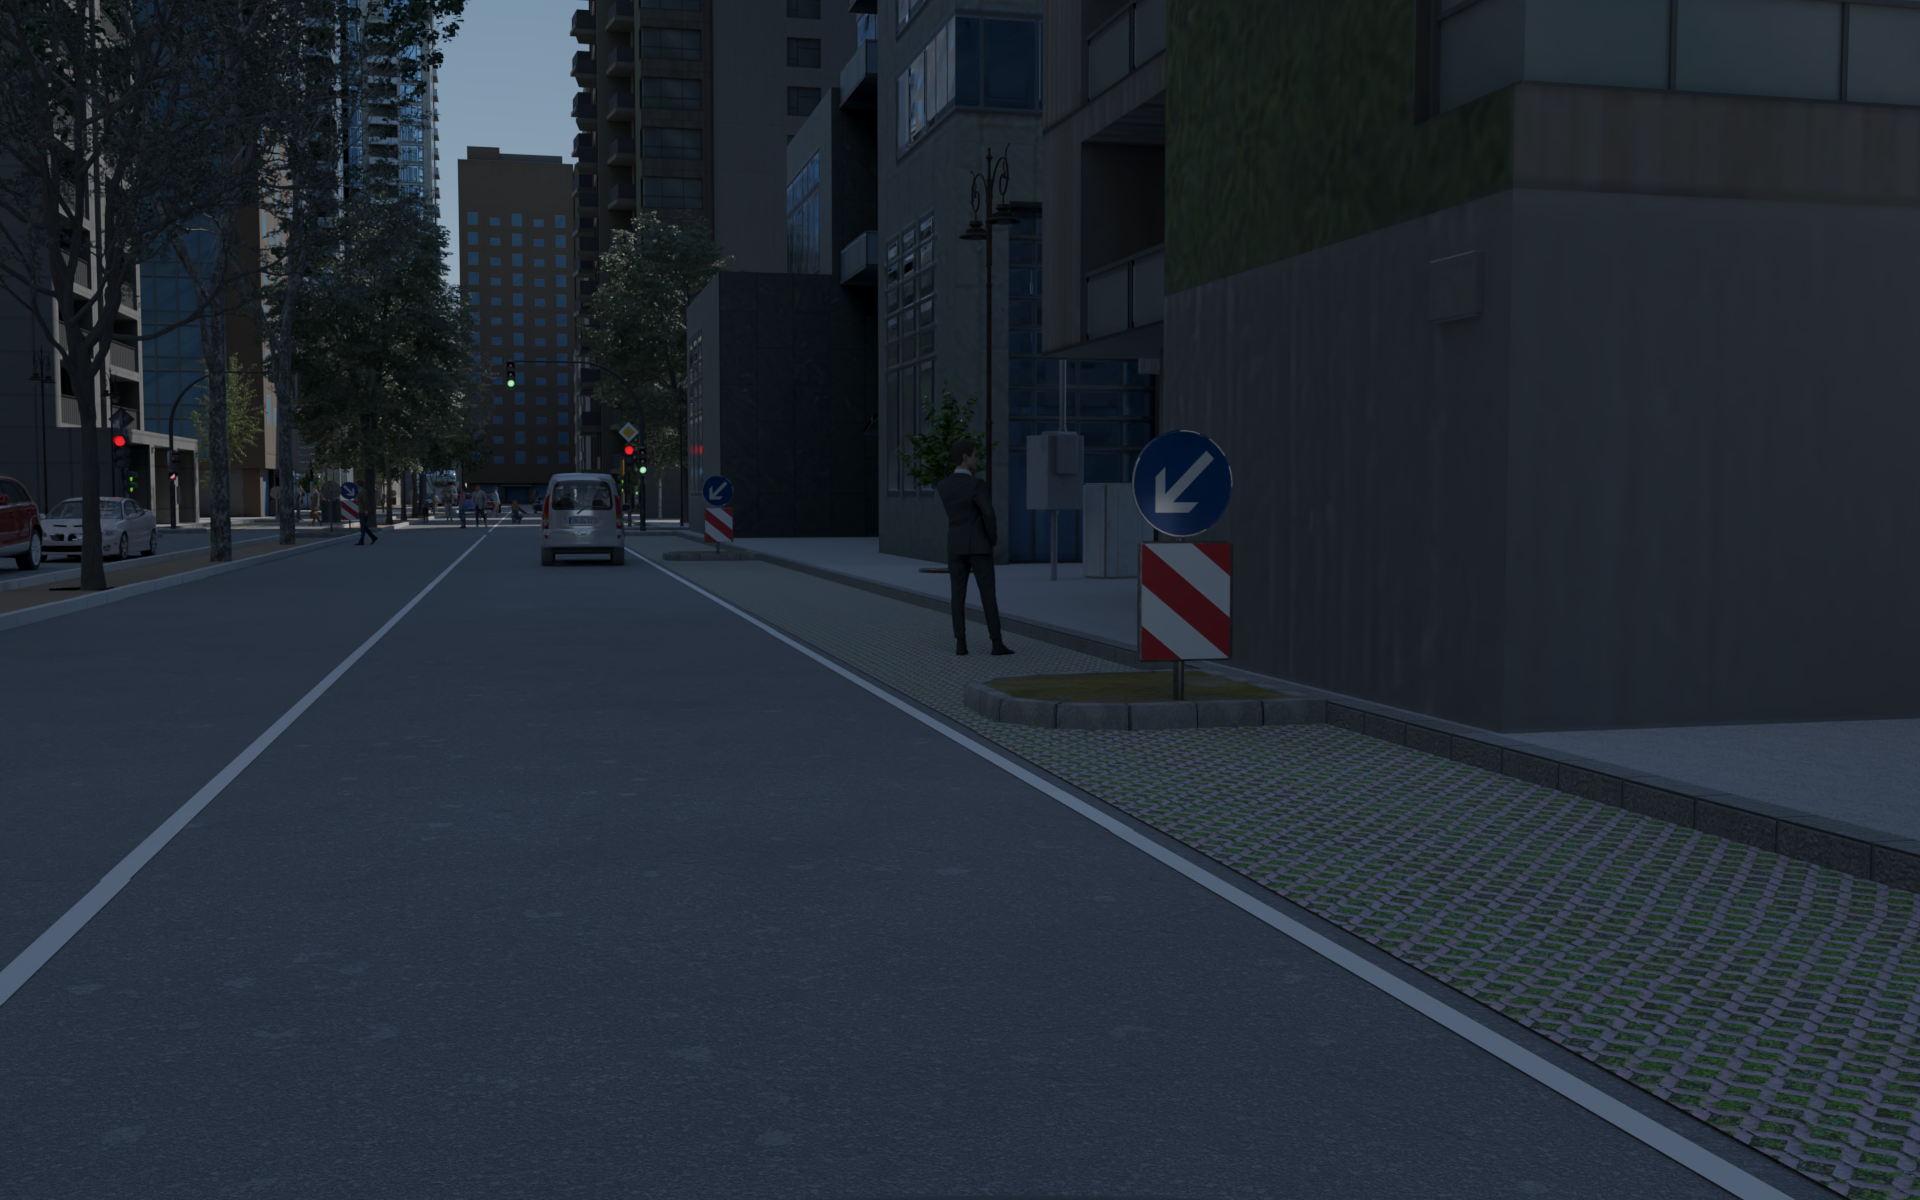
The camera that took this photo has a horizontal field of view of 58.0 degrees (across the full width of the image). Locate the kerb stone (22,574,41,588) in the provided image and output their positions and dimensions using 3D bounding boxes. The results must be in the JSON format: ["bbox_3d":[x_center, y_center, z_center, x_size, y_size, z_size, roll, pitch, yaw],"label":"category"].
[{"bbox_3d":[-14.373,-0.263,26.628,0.120,0.150,1.000,-1,4,-14],"label":"kerb stone"}]

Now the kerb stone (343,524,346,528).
[{"bbox_3d":[-25.382,-2.981,70.935,0.120,0.150,1.000,-1,4,-14],"label":"kerb stone"}]

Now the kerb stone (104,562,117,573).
[{"bbox_3d":[-15.613,-0.572,31.619,0.120,0.150,1.000,-1,4,-14],"label":"kerb stone"}]

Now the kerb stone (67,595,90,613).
[{"bbox_3d":[-10.853,0.069,21.153,0.120,0.150,1.000,-1,4,-14],"label":"kerb stone"}]

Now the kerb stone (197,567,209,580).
[{"bbox_3d":[-12.826,-0.422,29.115,0.120,0.150,1.000,-1,4,-14],"label":"kerb stone"}]

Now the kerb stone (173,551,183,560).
[{"bbox_3d":[-17.093,-0.941,37.589,0.120,0.150,1.000,-1,4,-14],"label":"kerb stone"}]

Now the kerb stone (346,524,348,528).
[{"bbox_3d":[-25.625,-3.041,71.928,0.120,0.150,1.000,-1,4,-14],"label":"kerb stone"}]

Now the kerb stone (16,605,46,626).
[{"bbox_3d":[-10.354,0.185,19.170,0.120,0.150,1.000,-1,4,-14],"label":"kerb stone"}]

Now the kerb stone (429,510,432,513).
[{"bbox_3d":[-41.697,-6.998,136.605,0.120,0.150,1.000,-1,4,-14],"label":"kerb stone"}]

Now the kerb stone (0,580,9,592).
[{"bbox_3d":[-14.137,-0.201,25.633,0.120,0.150,1.000,-1,4,-14],"label":"kerb stone"}]

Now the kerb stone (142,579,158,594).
[{"bbox_3d":[-11.847,-0.179,25.122,0.120,0.150,1.000,-1,4,-14],"label":"kerb stone"}]

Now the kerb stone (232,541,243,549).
[{"bbox_3d":[-19.077,-1.428,45.548,0.120,0.150,1.000,-1,4,-14],"label":"kerb stone"}]

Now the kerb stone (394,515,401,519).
[{"bbox_3d":[-33.053,-4.864,101.768,0.120,0.150,1.000,-1,4,-14],"label":"kerb stone"}]

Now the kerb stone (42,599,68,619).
[{"bbox_3d":[-10.605,0.124,20.161,0.120,0.150,1.000,-1,4,-14],"label":"kerb stone"}]

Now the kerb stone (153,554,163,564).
[{"bbox_3d":[-16.606,-0.819,35.588,0.120,0.150,1.000,-1,4,-14],"label":"kerb stone"}]

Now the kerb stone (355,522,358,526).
[{"bbox_3d":[-26.613,-3.285,75.902,0.120,0.150,1.000,-1,4,-14],"label":"kerb stone"}]

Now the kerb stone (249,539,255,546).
[{"bbox_3d":[-19.573,-1.551,47.552,0.120,0.150,1.000,-1,4,-14],"label":"kerb stone"}]

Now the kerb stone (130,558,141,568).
[{"bbox_3d":[-16.110,-0.698,33.604,0.120,0.150,1.000,-1,4,-14],"label":"kerb stone"}]

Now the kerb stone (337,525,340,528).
[{"bbox_3d":[-24.885,-2.859,68.945,0.120,0.150,1.000,-1,4,-14],"label":"kerb stone"}]

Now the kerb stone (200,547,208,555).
[{"bbox_3d":[-17.841,-1.124,40.570,0.120,0.150,1.000,-1,4,-14],"label":"kerb stone"}]

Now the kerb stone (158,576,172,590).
[{"bbox_3d":[-12.089,-0.232,26.115,0.120,0.150,1.000,-1,4,-14],"label":"kerb stone"}]

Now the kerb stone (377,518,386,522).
[{"bbox_3d":[-30.323,-4.195,90.826,0.120,0.150,1.000,-1,4,-14],"label":"kerb stone"}]

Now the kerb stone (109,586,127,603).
[{"bbox_3d":[-11.342,-0.055,23.139,0.120,0.150,1.000,-1,4,-14],"label":"kerb stone"}]

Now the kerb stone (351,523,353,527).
[{"bbox_3d":[-26.125,-3.163,73.917,0.120,0.150,1.000,-1,4,-14],"label":"kerb stone"}]

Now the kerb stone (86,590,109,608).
[{"bbox_3d":[-11.100,0.003,22.146,0.120,0.150,1.000,-1,4,-14],"label":"kerb stone"}]

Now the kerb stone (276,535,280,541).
[{"bbox_3d":[-20.814,-1.855,52.531,0.120,0.150,1.000,-1,4,-14],"label":"kerb stone"}]

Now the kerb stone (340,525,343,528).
[{"bbox_3d":[-25.137,-2.918,69.940,0.120,0.150,1.000,-1,4,-14],"label":"kerb stone"}]

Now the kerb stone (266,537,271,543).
[{"bbox_3d":[-20.314,-1.733,50.542,0.120,0.150,1.000,-1,4,-14],"label":"kerb stone"}]

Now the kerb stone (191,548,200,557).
[{"bbox_3d":[-17.593,-1.063,39.576,0.120,0.150,1.000,-1,4,-14],"label":"kerb stone"}]

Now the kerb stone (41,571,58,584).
[{"bbox_3d":[-14.629,-0.332,27.629,0.120,0.150,1.000,-1,4,-14],"label":"kerb stone"}]

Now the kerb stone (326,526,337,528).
[{"bbox_3d":[-24.640,-2.798,67.943,0.120,0.150,1.000,-1,4,-14],"label":"kerb stone"}]

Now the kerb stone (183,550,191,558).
[{"bbox_3d":[-17.351,-1.002,38.582,0.120,0.150,1.000,-1,4,-14],"label":"kerb stone"}]

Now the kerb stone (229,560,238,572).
[{"bbox_3d":[-13.574,-0.604,32.110,0.120,0.150,1.000,-1,4,-14],"label":"kerb stone"}]

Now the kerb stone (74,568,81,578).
[{"bbox_3d":[-15.122,-0.454,29.617,0.120,0.150,1.000,-1,4,-14],"label":"kerb stone"}]

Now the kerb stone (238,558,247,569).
[{"bbox_3d":[-13.824,-0.667,33.101,0.120,0.150,1.000,-1,4,-14],"label":"kerb stone"}]

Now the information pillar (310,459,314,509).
[{"bbox_3d":[-43.625,-7.660,116.602,0.183,3.616,0.504,0,4,-2],"label":"information pillar"}]

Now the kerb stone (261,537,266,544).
[{"bbox_3d":[-20.076,-1.673,49.548,0.120,0.150,1.000,-1,4,-14],"label":"kerb stone"}]

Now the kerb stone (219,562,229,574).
[{"bbox_3d":[-13.327,-0.545,31.103,0.120,0.150,1.000,-1,4,-14],"label":"kerb stone"}]

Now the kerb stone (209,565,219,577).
[{"bbox_3d":[-13.084,-0.484,30.105,0.120,0.150,1.000,-1,4,-14],"label":"kerb stone"}]

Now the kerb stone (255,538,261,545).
[{"bbox_3d":[-19.822,-1.611,48.553,0.120,0.150,1.000,-1,4,-14],"label":"kerb stone"}]

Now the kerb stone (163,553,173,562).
[{"bbox_3d":[-16.850,-0.879,36.596,0.120,0.150,1.000,-1,4,-14],"label":"kerb stone"}]

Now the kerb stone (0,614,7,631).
[{"bbox_3d":[-10.109,0.247,18.175,0.120,0.150,1.000,-1,4,-14],"label":"kerb stone"}]

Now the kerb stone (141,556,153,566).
[{"bbox_3d":[-16.352,-0.759,34.598,0.120,0.150,1.000,-1,4,-14],"label":"kerb stone"}]

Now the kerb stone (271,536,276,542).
[{"bbox_3d":[-20.564,-1.794,51.535,0.120,0.150,1.000,-1,4,-14],"label":"kerb stone"}]

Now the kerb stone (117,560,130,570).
[{"bbox_3d":[-15.865,-0.637,32.610,0.120,0.150,1.000,-1,4,-14],"label":"kerb stone"}]

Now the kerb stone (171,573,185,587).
[{"bbox_3d":[-12.335,-0.298,27.111,0.120,0.150,1.000,-1,4,-14],"label":"kerb stone"}]

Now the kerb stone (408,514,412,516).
[{"bbox_3d":[-35.768,-5.537,112.721,0.120,0.150,1.000,-1,4,-14],"label":"kerb stone"}]

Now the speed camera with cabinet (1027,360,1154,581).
[{"bbox_3d":[1.979,-1.946,26.149,2.038,3.252,0.660,-2,4,-34],"label":"speed camera with cabinet"}]

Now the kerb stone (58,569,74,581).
[{"bbox_3d":[-14.874,-0.393,28.624,0.120,0.150,1.000,-1,4,-14],"label":"kerb stone"}]

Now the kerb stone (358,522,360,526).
[{"bbox_3d":[-26.863,-3.346,76.904,0.120,0.150,1.000,-1,4,-14],"label":"kerb stone"}]

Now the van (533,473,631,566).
[{"bbox_3d":[-7.846,-1.772,35.989,2.013,2.044,4.112,-1,4,-12],"label":"van"}]

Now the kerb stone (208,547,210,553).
[{"bbox_3d":[-18.088,-1.184,41.562,0.120,0.150,1.000,-1,4,-14],"label":"kerb stone"}]

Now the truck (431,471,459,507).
[{"bbox_3d":[-60.153,-13.028,202.761,2.967,4.110,18.799,-1,4,-16],"label":"truck"}]

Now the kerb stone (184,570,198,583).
[{"bbox_3d":[-12.581,-0.360,28.121,0.120,0.150,1.000,-1,4,-14],"label":"kerb stone"}]

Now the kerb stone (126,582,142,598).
[{"bbox_3d":[-11.601,-0.118,24.128,0.120,0.150,1.000,-1,4,-14],"label":"kerb stone"}]

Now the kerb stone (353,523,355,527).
[{"bbox_3d":[-26.370,-3.220,74.909,0.120,0.150,1.000,-1,4,-14],"label":"kerb stone"}]

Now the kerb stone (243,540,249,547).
[{"bbox_3d":[-19.325,-1.488,46.557,0.120,0.150,1.000,-1,4,-14],"label":"kerb stone"}]
